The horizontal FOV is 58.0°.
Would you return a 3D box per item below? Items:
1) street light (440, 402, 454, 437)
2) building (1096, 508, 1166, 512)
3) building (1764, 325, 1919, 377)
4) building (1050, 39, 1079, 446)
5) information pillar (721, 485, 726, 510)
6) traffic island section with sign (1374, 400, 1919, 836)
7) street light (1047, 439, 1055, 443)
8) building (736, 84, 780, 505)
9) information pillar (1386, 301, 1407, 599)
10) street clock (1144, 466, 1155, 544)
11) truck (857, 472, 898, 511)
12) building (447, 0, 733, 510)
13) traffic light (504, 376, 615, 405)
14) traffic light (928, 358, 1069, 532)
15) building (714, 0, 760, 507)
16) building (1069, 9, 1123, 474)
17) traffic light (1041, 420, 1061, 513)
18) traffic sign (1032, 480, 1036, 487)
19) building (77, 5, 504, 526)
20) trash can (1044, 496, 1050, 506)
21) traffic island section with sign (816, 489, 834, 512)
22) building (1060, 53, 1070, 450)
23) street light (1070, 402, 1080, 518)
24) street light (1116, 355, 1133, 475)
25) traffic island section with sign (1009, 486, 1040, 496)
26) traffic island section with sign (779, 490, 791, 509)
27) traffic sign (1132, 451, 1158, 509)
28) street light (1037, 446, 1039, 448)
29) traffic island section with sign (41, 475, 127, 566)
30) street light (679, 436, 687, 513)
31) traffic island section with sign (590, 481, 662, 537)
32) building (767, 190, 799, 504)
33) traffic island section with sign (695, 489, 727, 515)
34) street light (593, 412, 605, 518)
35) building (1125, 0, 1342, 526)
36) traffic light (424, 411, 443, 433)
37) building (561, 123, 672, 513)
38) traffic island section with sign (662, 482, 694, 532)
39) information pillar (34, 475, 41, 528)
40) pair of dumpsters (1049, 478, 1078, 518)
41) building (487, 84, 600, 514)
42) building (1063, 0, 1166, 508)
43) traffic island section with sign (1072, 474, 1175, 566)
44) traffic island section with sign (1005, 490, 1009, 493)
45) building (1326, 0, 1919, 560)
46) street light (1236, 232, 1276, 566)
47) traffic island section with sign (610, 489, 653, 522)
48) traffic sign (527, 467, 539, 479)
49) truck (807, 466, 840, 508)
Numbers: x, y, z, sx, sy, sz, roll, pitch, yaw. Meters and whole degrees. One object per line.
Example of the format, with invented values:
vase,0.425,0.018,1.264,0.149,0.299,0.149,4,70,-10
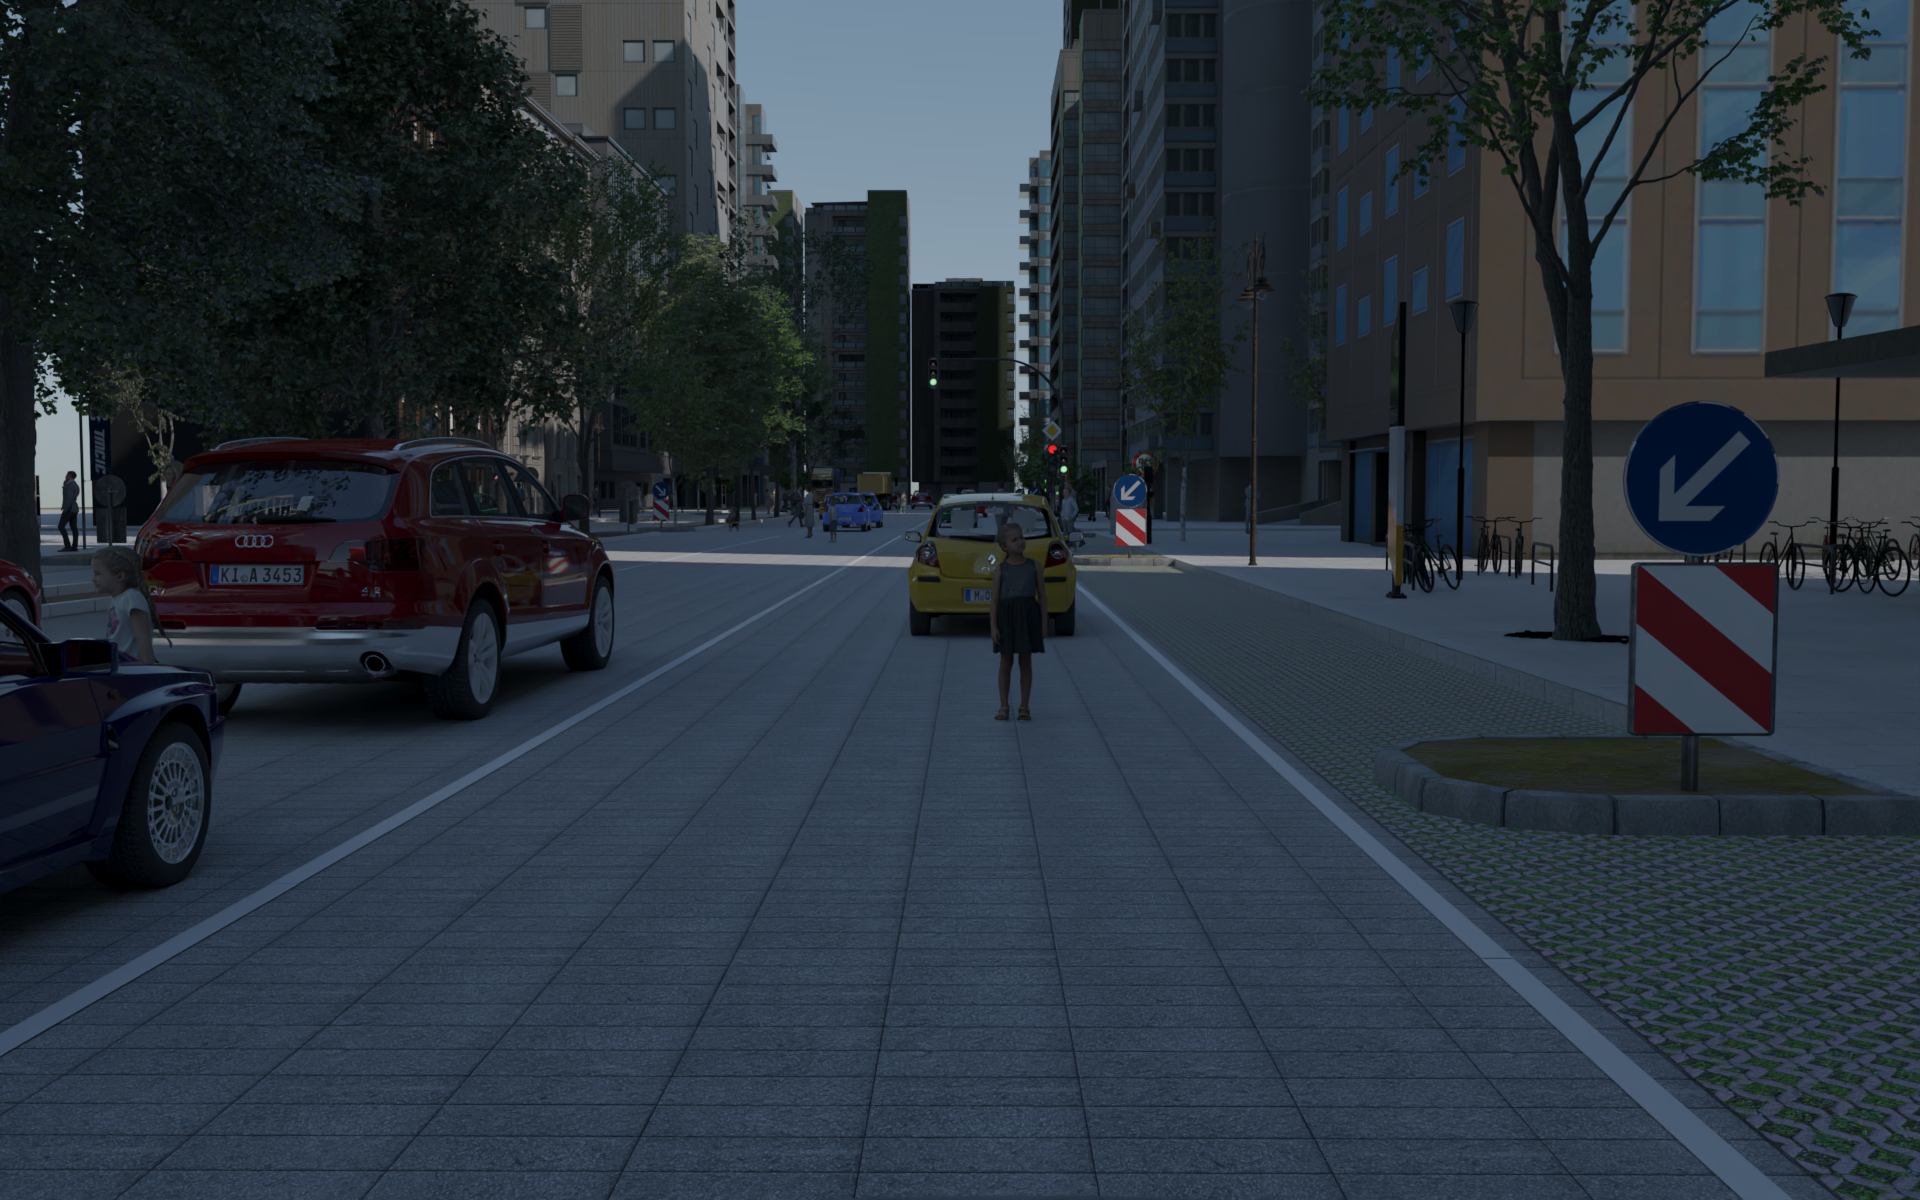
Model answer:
street light,-19.620,-5.726,66.414,0.468,5.910,1.993,0,4,0
building,20.473,-41.913,123.521,20.563,71.187,20.611,0,4,0
building,20.383,-21.455,5.417,22.147,44.769,28.867,0,4,0
building,20.595,-34.156,182.152,21.300,48.544,21.600,0,4,0
information pillar,-19.041,-8.258,139.512,0.304,2.012,0.304,-1,4,-20
traffic island section with sign,3.059,0.029,8.160,1.989,1.847,2.006,0,4,0
street light,5.979,-8.609,113.541,0.468,5.910,1.993,0,4,0
building,-36.951,-35.641,202.334,30.456,49.044,23.786,0,4,0
information pillar,5.391,-1.836,21.366,0.183,3.616,0.504,0,4,2
street clock,4.838,-2.441,44.475,0.358,2.002,0.471,0,4,5
truck,-7.422,-9.603,152.926,3.469,3.379,9.791,0,4,1
building,-35.661,-34.577,154.572,28.713,52.752,27.495,0,4,0
traffic light,-15.574,-5.597,66.171,4.771,5.953,1.251,0,4,0
traffic light,1.334,-5.090,57.883,4.771,5.953,1.251,0,4,0
building,-31.556,-45.251,178.106,20.563,71.187,20.611,0,4,0
building,17.200,-28.543,150.266,14.154,41.232,14.086,0,4,0
traffic light,3.494,-4.714,65.992,0.839,4.253,0.868,0,4,0
traffic sign,6.189,-8.480,138.757,0.768,2.556,0.104,0,4,6
building,-28.646,-15.112,76.755,12.332,23.373,15.834,0,4,0
trash can,5.835,-6.397,116.242,0.748,1.137,0.748,0,3,0
traffic island section with sign,-10.633,-8.128,141.027,2.006,1.907,1.989,0,4,0
building,16.459,-29.419,164.600,14.154,41.232,14.086,0,4,0
street light,5.734,-6.963,86.636,0.468,5.910,1.993,0,4,0
street light,5.445,-5.189,57.626,0.468,5.910,1.993,0,4,0
traffic island section with sign,3.757,-5.054,91.253,1.989,1.847,2.006,0,4,0
traffic island section with sign,-16.518,-9.750,168.042,1.989,1.847,2.006,0,4,0
traffic sign,5.437,-3.106,50.884,0.768,2.556,0.104,0,4,4
street light,6.236,-10.231,140.065,0.468,5.910,1.993,0,4,0
traffic island section with sign,-17.648,-1.640,35.437,1.989,1.847,2.006,0,4,0
street light,-19.321,-9.022,120.293,0.468,5.910,1.993,0,4,0
traffic island section with sign,-11.331,-3.079,58.484,2.006,1.907,1.989,0,4,0
building,-28.688,-33.729,235.067,14.086,41.232,14.154,0,4,0
traffic island section with sign,-16.934,-6.689,117.998,1.989,1.847,2.006,0,4,0
street light,-19.488,-7.382,93.482,0.468,5.910,1.993,0,4,0
building,20.881,-24.045,85.023,23.993,40.220,32.217,0,4,0
traffic light,-17.734,-4.235,58.169,0.839,4.253,0.868,0,4,0
building,-29.385,-20.072,121.684,14.314,27.812,24.014,0,4,0
traffic island section with sign,-11.258,-3.532,65.891,2.006,1.907,1.989,0,4,0
information pillar,-35.118,-3.744,65.706,0.304,2.012,0.304,0,4,3
pair of dumpsters,5.872,-5.762,96.705,1.574,2.255,4.437,0,4,0
building,-28.900,-18.344,97.180,12.463,27.353,25.104,0,4,0
building,20.498,-46.745,202.529,20.563,71.187,20.611,0,4,0
traffic island section with sign,3.281,-1.623,35.156,1.989,1.847,2.006,0,4,0
traffic island section with sign,3.983,-6.702,118.207,1.989,1.847,2.006,0,4,0
building,16.838,-23.782,38.951,14.600,45.320,14.200,0,4,0
street light,5.246,-3.552,30.871,0.468,5.910,1.993,0,4,0
traffic island section with sign,-17.173,-5.031,90.889,1.989,1.847,2.006,0,4,0
traffic sign,-20.013,-4.931,80.721,0.768,2.556,0.104,0,4,4
truck,-13.834,-11.516,177.193,2.839,4.237,11.283,0,4,0
